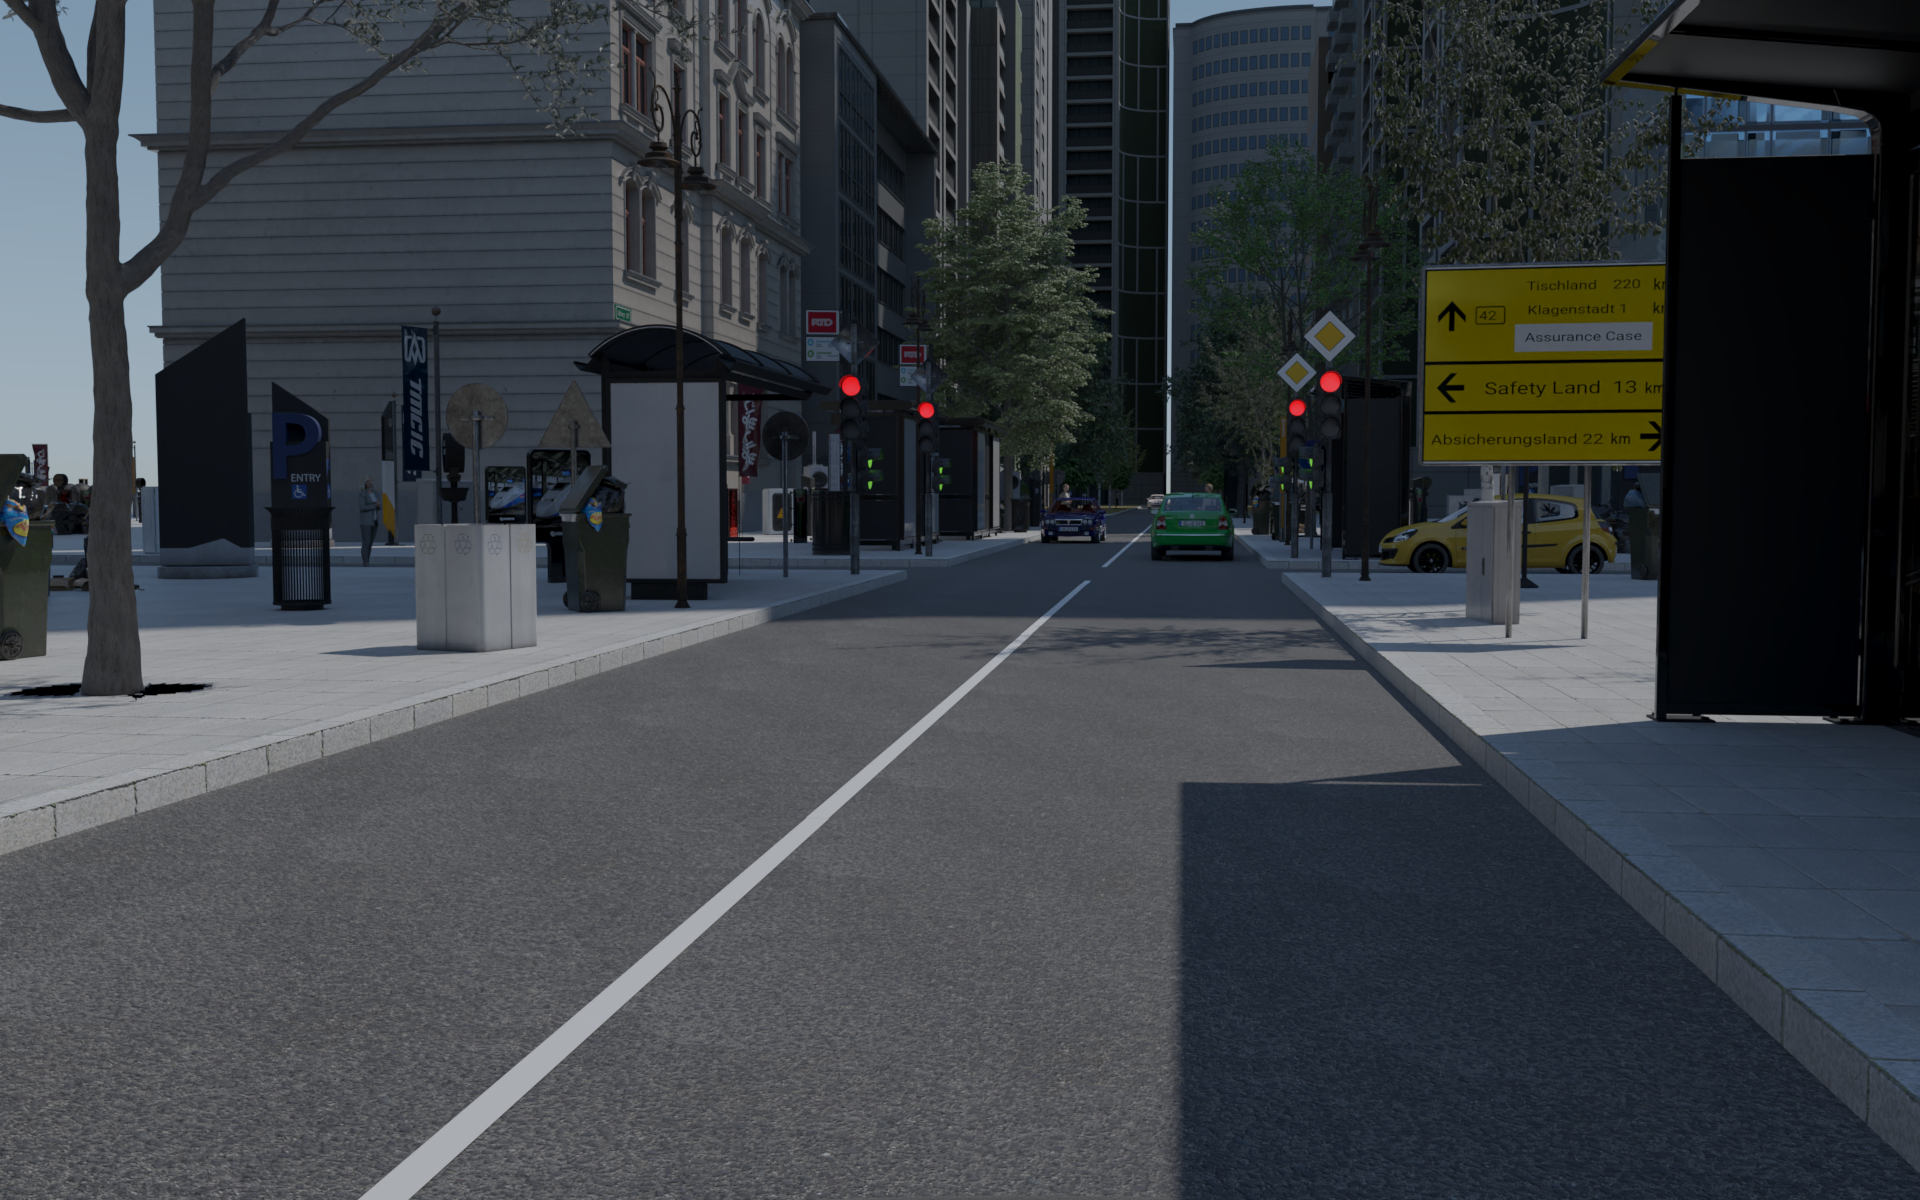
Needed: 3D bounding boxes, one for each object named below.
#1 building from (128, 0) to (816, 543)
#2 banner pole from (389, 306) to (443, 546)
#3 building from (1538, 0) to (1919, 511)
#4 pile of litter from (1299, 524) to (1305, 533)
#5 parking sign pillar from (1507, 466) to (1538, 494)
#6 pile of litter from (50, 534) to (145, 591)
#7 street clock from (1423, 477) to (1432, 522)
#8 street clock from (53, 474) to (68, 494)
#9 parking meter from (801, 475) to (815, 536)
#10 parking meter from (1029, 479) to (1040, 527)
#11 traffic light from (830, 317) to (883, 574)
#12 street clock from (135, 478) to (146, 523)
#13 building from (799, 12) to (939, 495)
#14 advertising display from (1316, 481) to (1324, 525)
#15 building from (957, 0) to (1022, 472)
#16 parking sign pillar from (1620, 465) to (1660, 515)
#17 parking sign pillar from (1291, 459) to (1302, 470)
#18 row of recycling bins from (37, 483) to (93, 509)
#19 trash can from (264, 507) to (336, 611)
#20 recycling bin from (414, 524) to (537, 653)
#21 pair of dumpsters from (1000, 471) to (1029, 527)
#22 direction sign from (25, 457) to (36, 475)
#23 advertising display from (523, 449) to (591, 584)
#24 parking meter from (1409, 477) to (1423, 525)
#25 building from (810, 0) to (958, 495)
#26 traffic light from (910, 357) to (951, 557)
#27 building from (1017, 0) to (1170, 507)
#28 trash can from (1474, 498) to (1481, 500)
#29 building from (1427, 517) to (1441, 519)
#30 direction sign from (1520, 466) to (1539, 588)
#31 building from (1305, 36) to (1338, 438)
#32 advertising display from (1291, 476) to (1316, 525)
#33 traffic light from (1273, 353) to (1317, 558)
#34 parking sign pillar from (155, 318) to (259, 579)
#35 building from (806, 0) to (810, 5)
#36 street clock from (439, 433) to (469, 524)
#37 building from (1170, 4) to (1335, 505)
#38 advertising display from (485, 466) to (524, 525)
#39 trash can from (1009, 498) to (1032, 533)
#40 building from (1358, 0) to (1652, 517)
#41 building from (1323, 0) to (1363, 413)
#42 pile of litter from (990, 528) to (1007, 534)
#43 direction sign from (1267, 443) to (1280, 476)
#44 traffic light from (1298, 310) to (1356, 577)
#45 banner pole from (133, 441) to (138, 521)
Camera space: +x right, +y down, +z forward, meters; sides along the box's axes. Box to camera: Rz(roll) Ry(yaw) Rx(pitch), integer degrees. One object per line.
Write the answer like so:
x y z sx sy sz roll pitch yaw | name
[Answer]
-13.599 -16.432 56.045 14.401 28.519 23.554 0 4 7 | building
-7.091 -2.017 22.988 0.401 3.779 0.863 2 4 27 | banner pole
33.683 -45.024 48.811 31.000 86.520 22.319 0 4 7 | building
10.840 -2.611 56.659 1.719 0.858 1.176 0 4 0 | pile of litter
25.405 -5.395 76.688 1.447 3.967 1.447 -3 4 -36 | parking sign pillar
-11.700 -0.566 23.213 1.719 0.858 1.176 3 5 42 | pile of litter
19.277 -4.111 71.784 0.471 2.002 0.358 0 4 0 | street clock
-31.737 -3.461 61.157 0.471 2.002 0.358 1 4 15 | street clock
-4.613 -2.874 52.702 0.399 1.863 0.255 2 4 27 | parking meter
2.930 -3.798 67.800 0.399 1.863 0.255 -3 5 -44 | parking meter
-1.661 -2.364 27.569 0.839 4.253 0.868 0 4 7 | traffic light
-36.199 -4.404 76.571 0.358 2.002 0.471 0 4 6 | street clock
-10.090 -16.151 83.128 14.314 24.678 30.058 0 4 7 | building
15.166 -4.099 72.232 0.123 1.923 0.974 -3 5 -40 | advertising display
-2.720 -27.852 138.973 14.154 41.232 14.086 0 4 7 | building
16.252 -3.198 40.758 1.447 3.967 1.447 1 4 20 | parking sign pillar
19.823 -6.948 102.072 1.447 3.967 1.447 1 4 23 | parking sign pillar
-33.739 -3.613 66.193 3.534 1.692 1.069 2 4 31 | row of recycling bins
-7.306 -0.462 19.208 0.748 1.137 0.748 0 3 0 | trash can
-4.027 -0.114 14.425 0.722 1.027 0.722 2 4 26 | recycling bin
1.876 -4.128 69.987 1.574 2.255 4.437 0 4 8 | pair of dumpsters
-61.820 -7.551 115.455 0.379 3.537 0.876 3 5 42 | direction sign
-5.783 -1.212 25.024 0.974 1.923 0.123 -3 5 -41 | advertising display
15.684 -3.294 59.575 0.399 1.863 0.255 -1 4 -9 | parking meter
-1.980 -44.673 168.647 20.611 71.187 20.563 0 4 7 | building
-0.623 -2.848 35.487 0.839 4.253 0.868 0 4 7 | traffic light
14.920 -47.234 210.535 20.611 71.187 20.563 0 4 7 | building
18.532 -3.030 61.197 0.748 1.137 0.748 0 3 0 | trash can
34.055 -39.930 91.102 20.563 71.187 20.611 0 4 7 | building
7.734 -1.935 23.642 0.379 3.537 0.876 0 4 -2 | direction sign
40.778 -31.601 166.794 14.600 45.320 14.200 0 4 7 | building
12.523 -3.573 63.627 0.974 1.923 0.123 -1 4 -23 | advertising display
6.678 -2.791 34.549 0.839 4.253 0.868 0 4 7 | traffic light
-11.609 -2.334 26.634 1.447 3.967 1.447 -1 4 -12 | parking sign pillar
-8.718 -41.781 121.379 20.563 71.187 20.611 0 4 7 | building
-5.993 -0.977 20.537 0.358 2.002 0.471 -1 4 -21 | street clock
39.625 -40.753 208.315 28.212 58.520 21.231 0 4 7 | building
-10.446 -2.118 39.851 0.974 1.923 0.123 -3 5 -41 | advertising display
2.013 -2.817 57.705 0.748 1.137 0.748 0 3 0 | trash can
36.670 -41.587 118.195 20.563 71.187 20.611 0 4 7 | building
42.130 -32.064 143.860 23.786 49.044 30.456 0 4 7 | building
0.629 -2.603 56.522 1.719 0.858 1.176 1 4 14 | pile of litter
14.030 -5.180 76.693 0.876 3.537 0.379 1 4 16 | direction sign
5.640 -2.306 26.631 0.839 4.253 0.868 0 4 7 | traffic light
-39.018 -5.593 81.457 0.863 3.779 0.401 -3 5 -40 | banner pole
